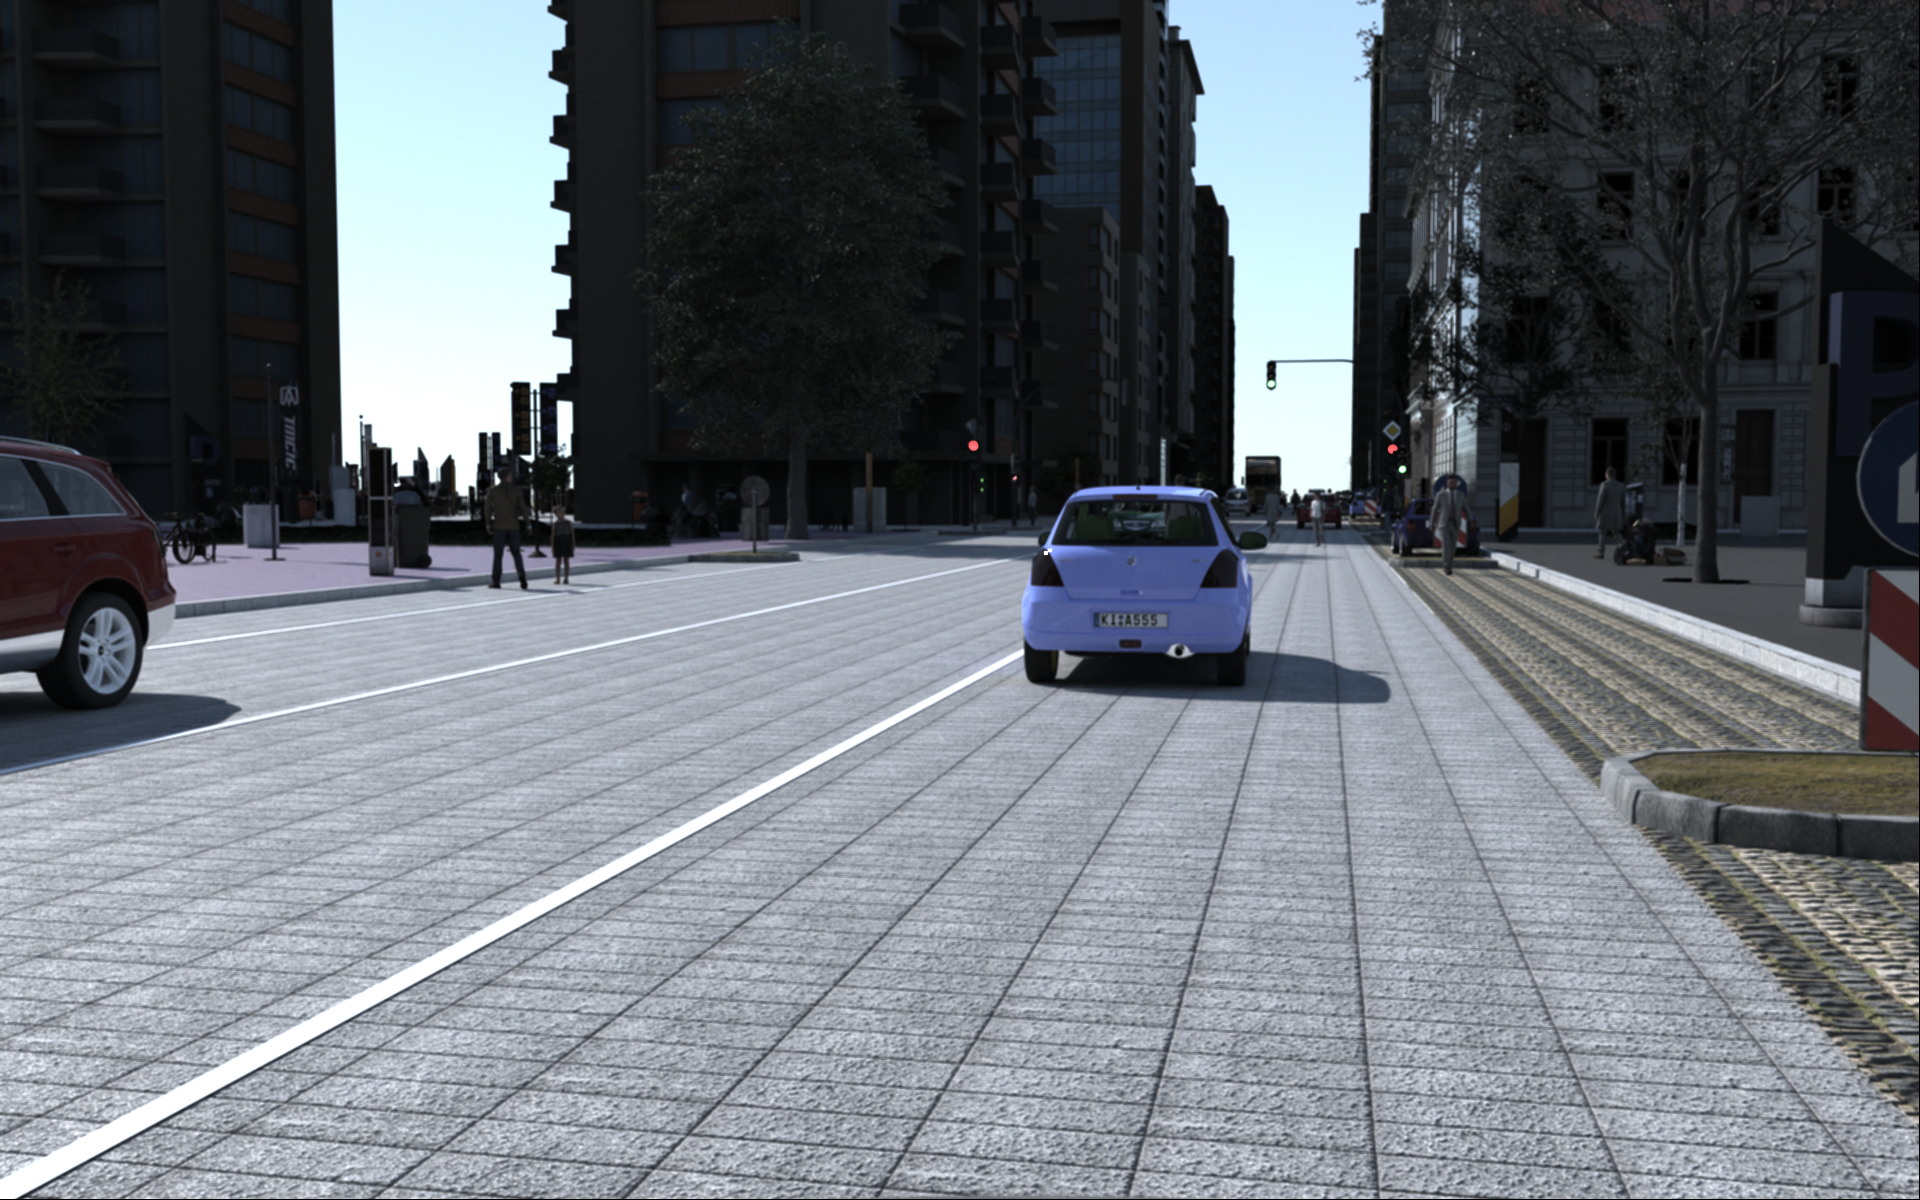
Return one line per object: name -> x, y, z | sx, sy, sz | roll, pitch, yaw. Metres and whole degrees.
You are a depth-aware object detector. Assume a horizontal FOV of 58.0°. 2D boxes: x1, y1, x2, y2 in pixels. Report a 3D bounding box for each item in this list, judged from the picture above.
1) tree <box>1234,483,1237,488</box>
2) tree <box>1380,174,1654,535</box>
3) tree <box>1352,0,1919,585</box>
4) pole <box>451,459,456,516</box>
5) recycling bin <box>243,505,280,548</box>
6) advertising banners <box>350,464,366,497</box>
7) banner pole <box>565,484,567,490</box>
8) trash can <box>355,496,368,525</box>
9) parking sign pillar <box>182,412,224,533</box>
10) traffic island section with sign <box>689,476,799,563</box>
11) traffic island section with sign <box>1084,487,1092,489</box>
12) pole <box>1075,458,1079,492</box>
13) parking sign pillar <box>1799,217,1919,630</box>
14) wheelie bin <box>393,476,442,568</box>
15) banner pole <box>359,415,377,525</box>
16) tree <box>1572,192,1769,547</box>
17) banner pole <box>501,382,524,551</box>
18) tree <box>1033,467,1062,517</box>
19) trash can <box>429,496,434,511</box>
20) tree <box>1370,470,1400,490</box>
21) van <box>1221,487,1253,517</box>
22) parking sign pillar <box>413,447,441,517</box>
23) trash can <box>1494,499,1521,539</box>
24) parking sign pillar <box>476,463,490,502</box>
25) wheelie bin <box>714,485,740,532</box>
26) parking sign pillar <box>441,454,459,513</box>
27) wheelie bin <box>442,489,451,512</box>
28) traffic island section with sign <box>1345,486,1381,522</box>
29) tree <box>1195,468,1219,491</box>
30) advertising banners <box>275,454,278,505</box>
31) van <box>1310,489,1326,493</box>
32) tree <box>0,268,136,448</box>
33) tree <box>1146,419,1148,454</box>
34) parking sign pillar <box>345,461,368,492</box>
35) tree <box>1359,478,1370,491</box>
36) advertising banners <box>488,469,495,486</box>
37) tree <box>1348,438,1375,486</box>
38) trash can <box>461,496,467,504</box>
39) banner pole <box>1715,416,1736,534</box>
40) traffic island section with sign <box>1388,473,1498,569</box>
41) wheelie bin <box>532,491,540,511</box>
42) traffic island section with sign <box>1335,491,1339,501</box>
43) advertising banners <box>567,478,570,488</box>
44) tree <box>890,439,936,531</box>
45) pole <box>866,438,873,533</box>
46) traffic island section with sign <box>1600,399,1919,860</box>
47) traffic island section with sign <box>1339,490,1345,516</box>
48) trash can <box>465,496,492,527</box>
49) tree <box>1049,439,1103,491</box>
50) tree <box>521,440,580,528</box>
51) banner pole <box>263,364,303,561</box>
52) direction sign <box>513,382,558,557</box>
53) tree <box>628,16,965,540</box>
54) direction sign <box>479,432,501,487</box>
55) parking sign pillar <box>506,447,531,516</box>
tree -> 47.542, -18.642, 299.393 | 1.663, 3.219, 1.824 | 0, 3, 0
tree -> 16.409, -7.168, 51.611 | 8.767, 10.594, 7.601 | 2, 4, 31
tree -> 10.685, -6.988, 24.617 | 12.009, 13.543, 11.850 | 0, 3, 0
pole -> -29.504, -6.543, 100.827 | 0.158, 3.312, 0.155 | 0, 3, 0
recycling bin -> -16.768, -1.774, 41.557 | 0.722, 1.027, 0.722 | -2, 4, -30
advertising banners -> -38.732, -7.053, 111.502 | 2.074, 3.025, 0.090 | 2, 4, 33
banner pole -> -29.817, -8.552, 129.843 | 0.863, 3.779, 0.401 | 1, 4, 17
trash can -> -22.448, -3.272, 65.149 | 0.748, 1.137, 0.748 | 0, 3, 0
parking sign pillar -> -25.209, -4.238, 57.762 | 1.447, 3.967, 1.447 | 1, 4, 22
traffic island section with sign -> -4.527, -1.739, 37.059 | 1.989, 1.847, 2.006 | 1, 4, 12
traffic island section with sign -> 6.753, -5.048, 91.158 | 1.989, 1.847, 2.006 | 1, 4, 12
pole -> 6.587, -6.344, 97.561 | 0.158, 3.312, 0.155 | 0, 3, 0
parking sign pillar -> 9.007, -1.733, 16.814 | 1.447, 3.967, 1.447 | 0, 4, 4
wheelie bin -> -9.621, -1.363, 30.189 | 0.693, 1.594, 0.980 | -3, 5, -40
banner pole -> -18.699, -3.946, 54.542 | 0.863, 3.779, 0.401 | 3, 5, 40
tree -> 17.364, -5.604, 41.984 | 4.360, 8.622, 3.978 | 0, 3, 0
banner pole -> -9.916, -2.976, 38.673 | 0.401, 3.779, 0.863 | -2, 4, -26
tree -> 4.917, -6.368, 98.717 | 1.663, 3.219, 1.824 | 0, 3, 0
trash can -> -33.217, -5.953, 108.982 | 0.748, 1.137, 0.748 | 0, 3, 0
tree -> 30.324, -7.788, 121.938 | 1.663, 3.219, 1.824 | 0, 3, 0
van -> 17.852, -6.388, 111.448 | 2.013, 2.044, 4.112 | 1, 4, 11
parking sign pillar -> -30.526, -6.705, 98.093 | 1.447, 3.967, 1.447 | -3, 4, -36
trash can -> 15.630, -2.315, 49.500 | 0.748, 1.137, 0.748 | 0, 3, 0
parking sign pillar -> -41.256, -9.895, 150.257 | 1.447, 3.967, 1.447 | 0, 4, 7
wheelie bin -> -7.858, -3.093, 58.477 | 0.980, 1.594, 0.693 | 3, 5, 39
parking sign pillar -> -34.845, -7.913, 117.852 | 1.447, 3.967, 1.447 | 3, 5, 43
wheelie bin -> -31.619, -5.997, 105.964 | 0.980, 1.594, 0.693 | -1, 4, -9
traffic island section with sign -> 20.811, -4.875, 88.335 | 1.989, 1.847, 2.006 | 1, 4, 12
tree -> 31.055, -14.309, 217.666 | 4.285, 4.588, 4.351 | 0, 3, 0
advertising banners -> -29.793, -4.851, 75.504 | 0.090, 3.025, 2.074 | -1, 4, -22
van -> 30.393, -8.574, 147.199 | 2.013, 2.044, 4.112 | 1, 4, 13
tree -> -29.864, -6.544, 57.361 | 4.737, 8.622, 4.395 | 0, 3, 0
tree -> 13.293, -11.506, 138.489 | 4.737, 8.622, 4.395 | 0, 3, 0
parking sign pillar -> -50.027, -9.430, 142.658 | 1.447, 3.967, 1.447 | 1, 4, 15
tree -> 44.129, -11.844, 188.253 | 1.663, 3.219, 1.824 | 0, 3, 0
advertising banners -> -32.071, -7.653, 121.313 | 2.074, 3.025, 0.090 | 0, 4, 8
tree -> 52.284, -16.658, 222.725 | 4.737, 8.622, 4.395 | 0, 3, 0
trash can -> -43.485, -8.580, 151.940 | 0.748, 1.137, 0.748 | 0, 3, 0
banner pole -> 24.356, -3.997, 55.360 | 0.863, 3.779, 0.401 | 3, 5, 42
traffic island section with sign -> 9.492, -1.560, 34.136 | 1.989, 1.847, 2.006 | 1, 4, 12
wheelie bin -> -32.648, -7.707, 133.912 | 0.980, 1.594, 0.693 | 2, 4, 32
traffic island section with sign -> 36.515, -9.482, 163.658 | 1.989, 1.847, 2.006 | 1, 4, 12
advertising banners -> -33.763, -9.181, 146.292 | 2.074, 3.025, 0.090 | 1, 4, 20
tree -> -1.928, -3.991, 59.854 | 1.663, 3.219, 1.824 | 0, 3, 0
pole -> -2.970, -3.841, 56.650 | 0.158, 3.312, 0.155 | 0, 3, 0
traffic island section with sign -> 3.965, 0.060, 7.655 | 1.989, 1.847, 2.006 | 1, 4, 12
traffic island section with sign -> 26.325, -6.498, 114.864 | 1.989, 1.847, 2.006 | 1, 4, 12
trash can -> -14.207, -2.430, 51.389 | 0.748, 1.137, 0.748 | 0, 3, 0
tree -> 6.816, -7.308, 103.201 | 4.285, 4.588, 4.351 | 0, 3, 0
tree -> -12.854, -3.624, 53.847 | 1.663, 3.219, 1.824 | 0, 3, 0
banner pole -> -13.073, -2.657, 33.456 | 0.863, 3.779, 0.401 | 1, 4, 9
direction sign -> -8.595, -2.637, 35.120 | 0.876, 3.537, 0.379 | -1, 4, -22
tree -> -4.523, -8.662, 48.279 | 9.857, 13.997, 8.962 | 0, 3, 0
direction sign -> -17.178, -4.364, 63.346 | 0.876, 3.537, 0.379 | 1, 4, 16
parking sign pillar -> -25.481, -6.825, 100.057 | 1.447, 3.967, 1.447 | -2, 4, -31
